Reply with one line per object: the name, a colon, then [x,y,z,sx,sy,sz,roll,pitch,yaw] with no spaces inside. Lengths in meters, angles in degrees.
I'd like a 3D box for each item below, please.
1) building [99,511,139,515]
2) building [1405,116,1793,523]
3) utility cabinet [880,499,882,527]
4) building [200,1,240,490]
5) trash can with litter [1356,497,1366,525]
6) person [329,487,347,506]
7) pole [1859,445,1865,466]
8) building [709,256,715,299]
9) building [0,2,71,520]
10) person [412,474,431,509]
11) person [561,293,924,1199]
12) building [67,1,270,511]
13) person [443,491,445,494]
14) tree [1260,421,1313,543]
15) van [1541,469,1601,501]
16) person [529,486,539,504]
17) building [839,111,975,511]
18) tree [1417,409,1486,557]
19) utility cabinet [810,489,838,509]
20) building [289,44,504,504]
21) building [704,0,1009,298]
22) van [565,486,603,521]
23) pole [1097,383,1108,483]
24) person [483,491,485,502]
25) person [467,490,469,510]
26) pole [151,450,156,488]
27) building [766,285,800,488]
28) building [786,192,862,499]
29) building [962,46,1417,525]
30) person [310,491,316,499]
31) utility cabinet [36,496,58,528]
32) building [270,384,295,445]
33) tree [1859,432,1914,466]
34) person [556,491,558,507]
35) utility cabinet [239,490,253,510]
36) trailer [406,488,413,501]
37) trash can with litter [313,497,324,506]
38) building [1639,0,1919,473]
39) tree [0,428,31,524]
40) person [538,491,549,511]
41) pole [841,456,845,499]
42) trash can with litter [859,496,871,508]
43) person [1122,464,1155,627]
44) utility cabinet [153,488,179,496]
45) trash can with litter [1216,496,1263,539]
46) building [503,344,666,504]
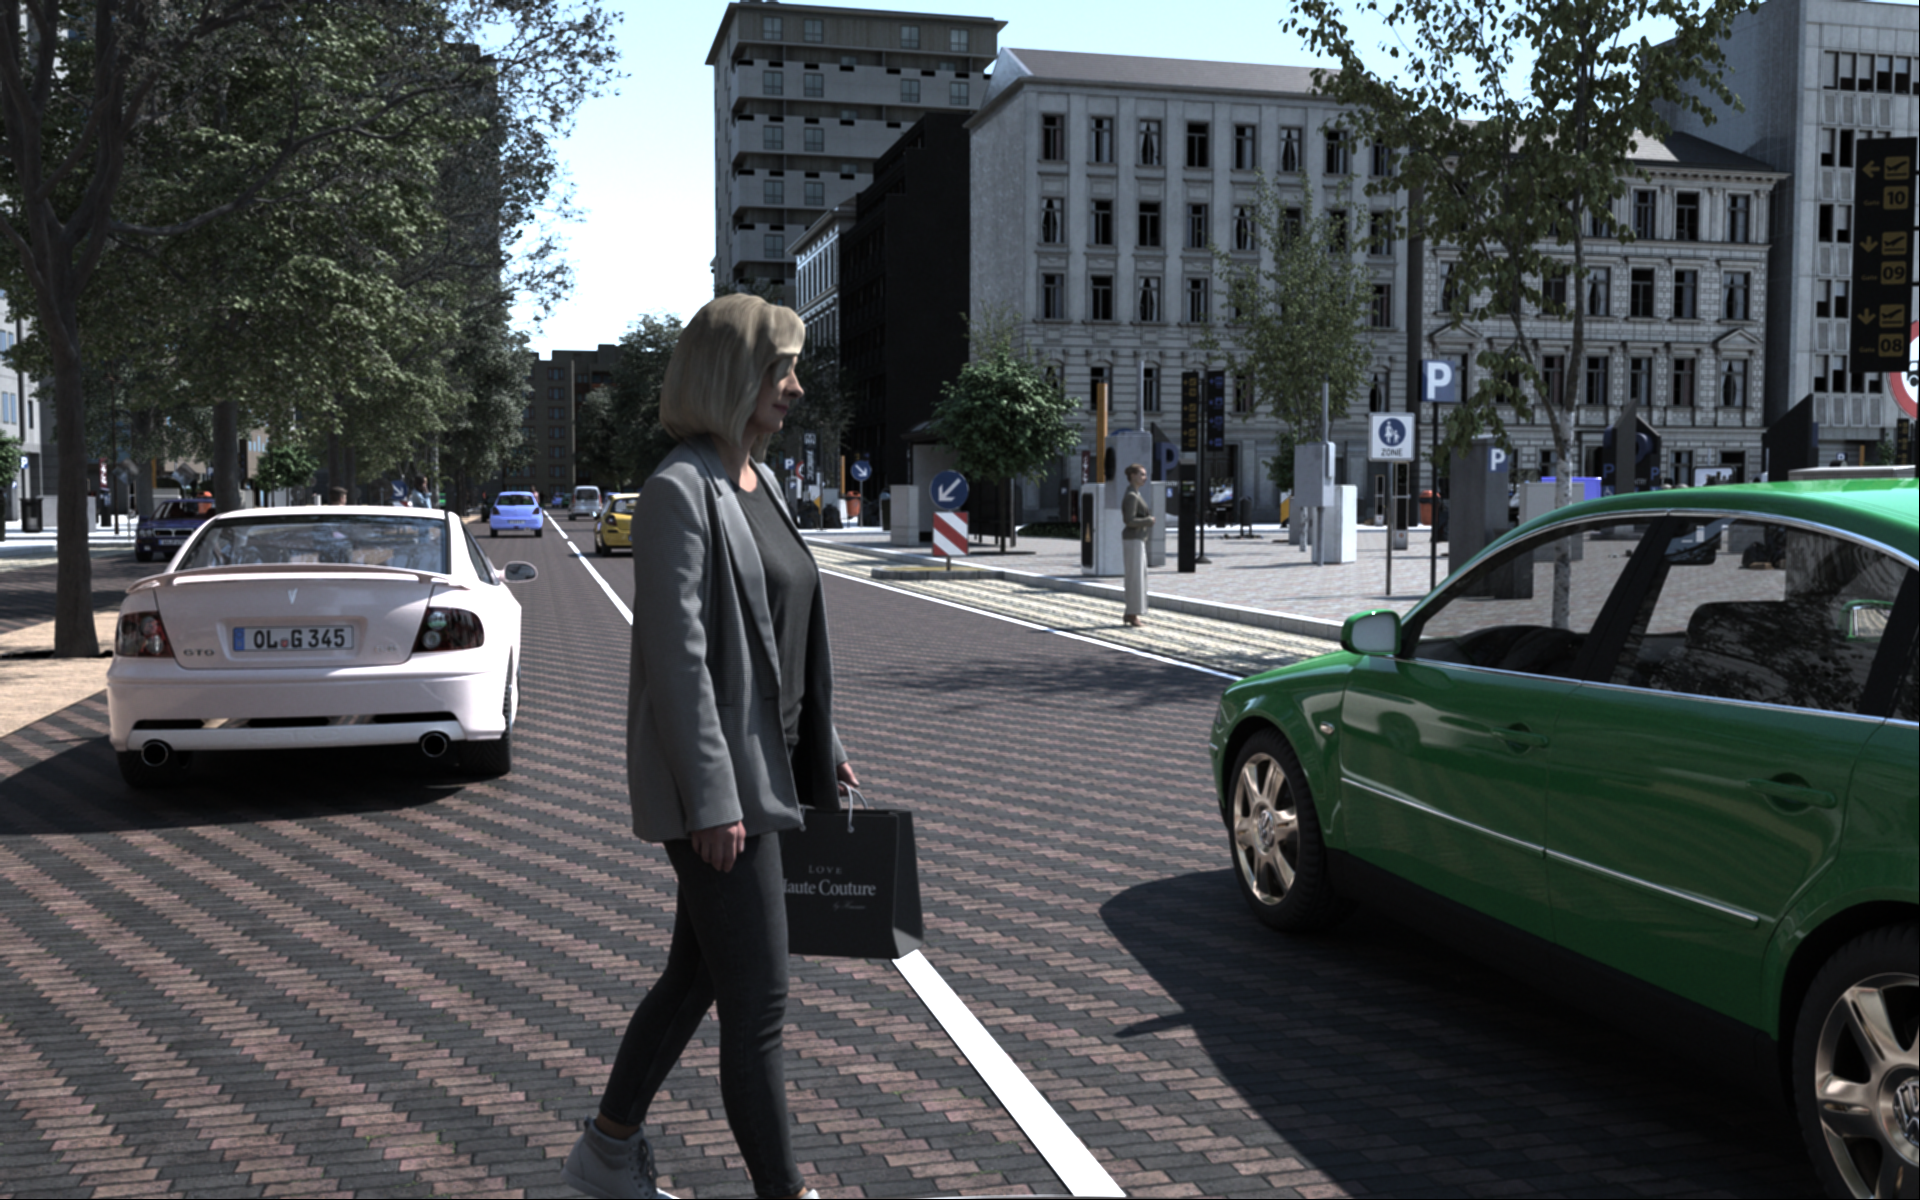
building: [-57.436,-28.176,110.782,14.600,45.320,14.200,-1,4,-14]
building: [28.247,-13.420,84.050,19.286,19.102,10.561,-1,4,-14]
utility cabinet: [-2.794,-3.429,67.234,0.306,1.237,1.020,1,4,19]
building: [-69.573,-50.307,135.195,22.319,86.520,31.000,-1,4,-14]
trash can with litter: [16.455,-3.795,73.114,2.233,1.210,1.678,0,4,7]
person: [-7.082,-0.518,19.567,0.503,1.515,0.523,-3,4,-38]
pole: [37.699,-4.809,72.468,0.158,3.312,0.155,0,3,0]
building: [-22.296,-33.897,246.102,23.993,40.220,32.217,-1,4,-14]
building: [-56.667,-32.938,80.539,21.231,58.520,28.212,-1,4,-14]
person: [-9.810,-1.389,31.476,0.793,1.790,0.793,3,5,42]
person: [-0.425,0.328,3.316,0.728,1.800,0.709,1,4,18]
building: [-72.214,-31.137,159.205,14.600,45.320,14.200,-1,4,-14]
person: [-48.877,-9.501,164.363,0.617,1.759,0.750,1,4,22]
tree: [8.831,-3.136,45.877,1.663,3.219,1.824,0,3,0]
van: [22.060,-3.548,62.399,5.245,2.365,2.240,-1,4,-13]
person: [-19.769,-4.383,80.179,0.555,1.821,0.388,-2,4,-30]
building: [-0.160,-17.106,109.356,12.332,23.373,15.834,-1,4,-14]
tree: [10.492,-2.498,35.441,1.663,3.219,1.824,0,3,0]
utility cabinet: [-5.526,-3.768,70.279,1.173,1.500,0.318,-3,4,-39]
building: [-74.816,-41.930,227.559,28.212,58.520,21.231,-1,4,-14]
building: [-11.665,-36.576,187.259,28.713,52.752,27.495,-1,4,-14]
van: [-20.474,-5.353,94.534,2.013,2.044,4.112,-1,4,-16]
pole: [2.620,-2.332,31.978,0.158,3.312,0.155,0,3,0]
person: [-53.374,-11.374,194.405,0.705,1.831,1.348,0,4,-7]
person: [-44.595,-9.046,156.533,0.705,1.807,1.348,0,4,7]
pole: [-33.064,-4.723,71.061,0.158,3.312,0.155,0,3,0]
building: [-5.480,-19.309,160.747,27.650,21.520,28.899,-1,4,-14]
building: [-5.713,-18.195,126.374,11.050,23.489,19.941,-1,4,-14]
building: [10.140,-14.059,79.008,18.267,20.994,9.793,-1,4,-14]
person: [-76.055,-11.911,203.950,0.721,1.736,1.217,1,4,17]
utility cabinet: [-34.943,-3.393,66.636,1.020,1.237,0.306,-3,5,-43]
building: [-76.869,-24.938,179.434,14.107,30.474,14.160,-1,4,-14]
tree: [28.888,-3.637,54.069,1.663,3.219,1.824,0,3,0]
person: [-44.641,-11.164,191.588,0.434,1.755,0.990,0,4,-1]
utility cabinet: [-44.125,-5.983,106.501,1.173,1.500,0.318,-2,4,-35]
trailer: [-50.301,-9.282,158.811,1.471,1.999,3.904,-1,4,-15]
trash can with litter: [-45.783,-6.896,124.142,0.624,1.170,1.055,2,4,25]
building: [47.268,-16.602,89.460,19.932,24.808,12.078,-1,4,-14]
tree: [-41.627,-5.531,74.139,4.285,4.588,4.351,0,3,0]
person: [-36.392,-8.659,150.903,1.217,1.723,0.721,0,4,3]
pole: [-6.236,-6.006,92.040,0.158,3.312,0.155,0,3,0]
trash can with litter: [-4.486,-4.566,86.047,1.055,1.170,0.624,1,4,20]
person: [1.914,-0.583,18.584,0.362,1.759,0.519,0,4,6]
utility cabinet: [-30.657,-3.543,66.607,1.173,1.500,0.318,-1,4,-20]
trash can with litter: [7.971,-2.383,50.014,1.678,1.210,2.233,3,5,40]
building: [-47.833,-24.065,238.504,28.899,21.520,27.650,-1,4,-14]
